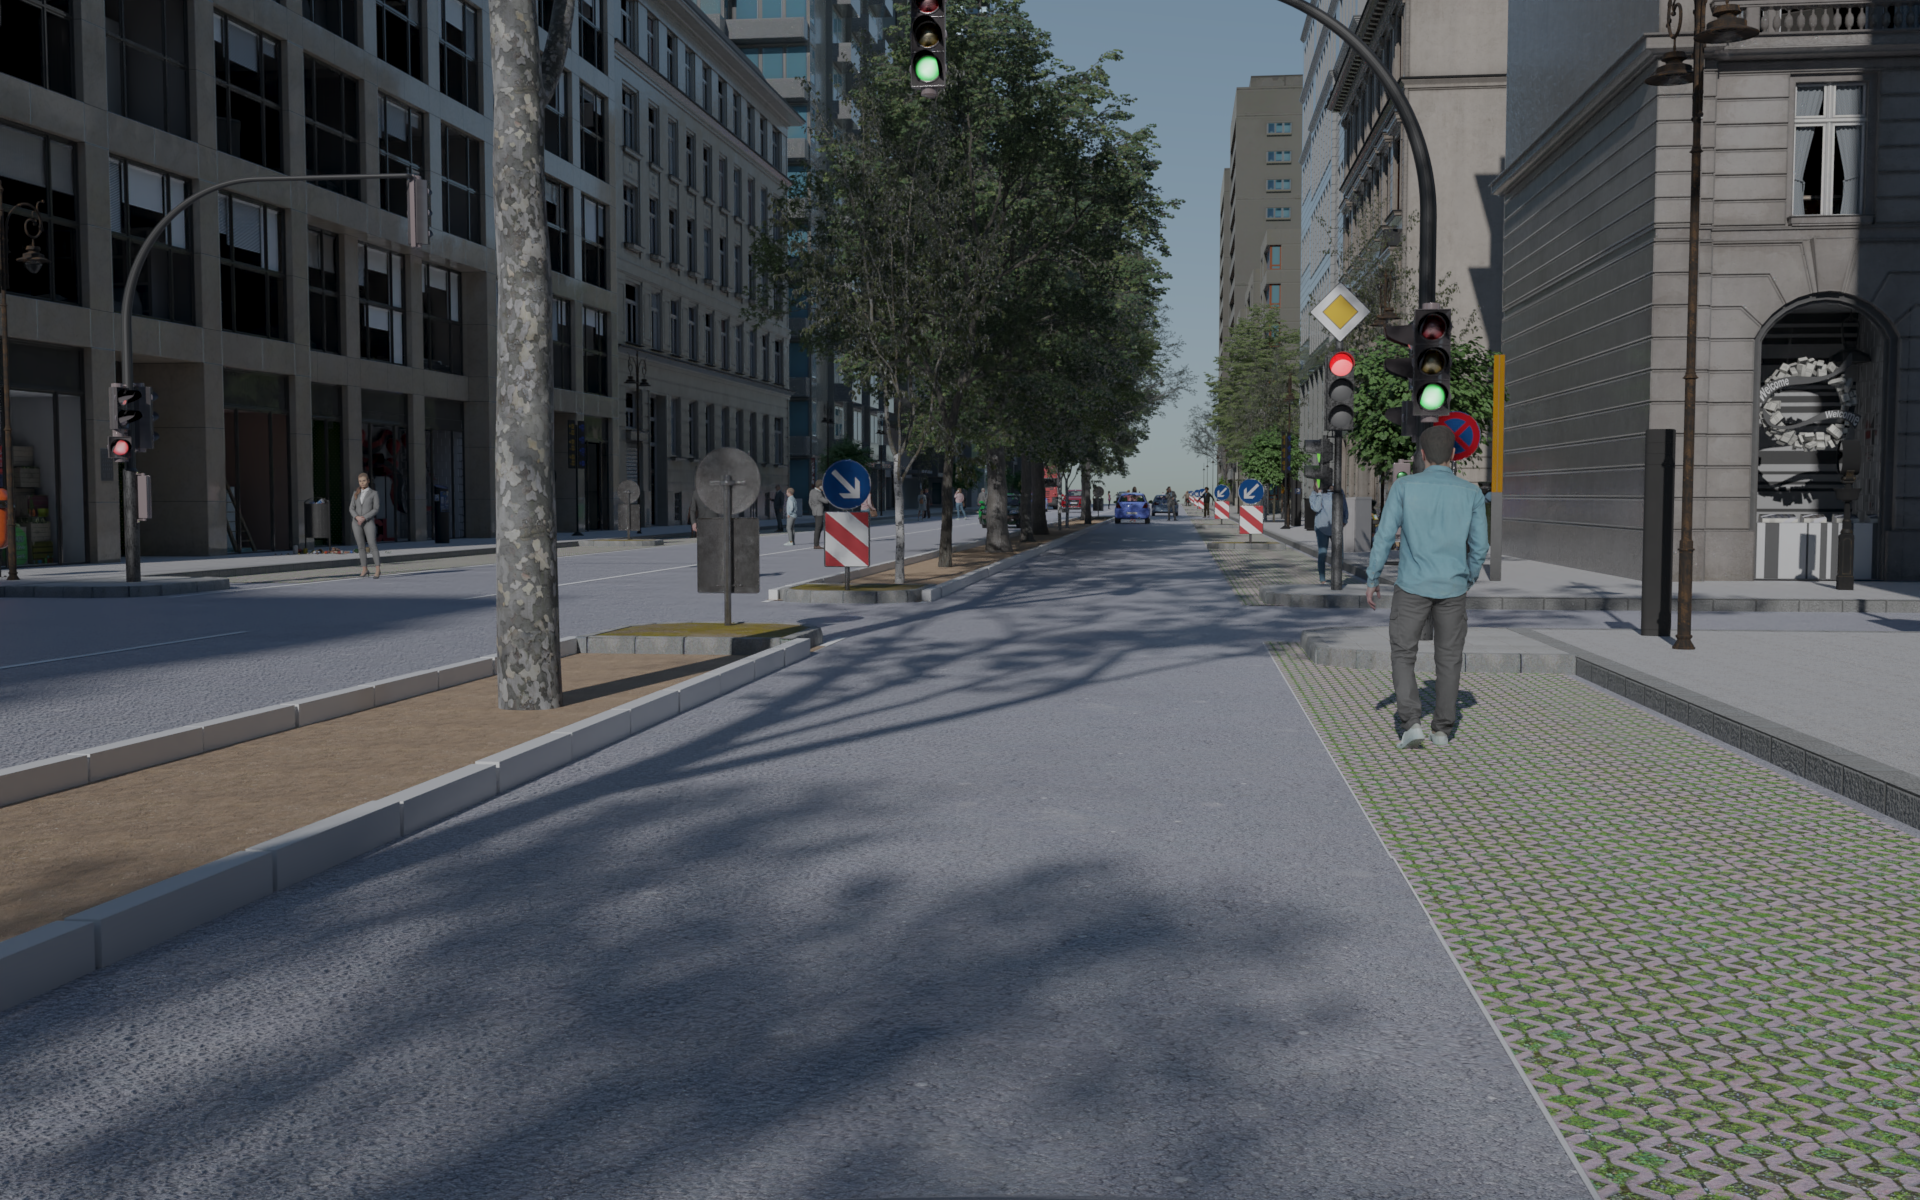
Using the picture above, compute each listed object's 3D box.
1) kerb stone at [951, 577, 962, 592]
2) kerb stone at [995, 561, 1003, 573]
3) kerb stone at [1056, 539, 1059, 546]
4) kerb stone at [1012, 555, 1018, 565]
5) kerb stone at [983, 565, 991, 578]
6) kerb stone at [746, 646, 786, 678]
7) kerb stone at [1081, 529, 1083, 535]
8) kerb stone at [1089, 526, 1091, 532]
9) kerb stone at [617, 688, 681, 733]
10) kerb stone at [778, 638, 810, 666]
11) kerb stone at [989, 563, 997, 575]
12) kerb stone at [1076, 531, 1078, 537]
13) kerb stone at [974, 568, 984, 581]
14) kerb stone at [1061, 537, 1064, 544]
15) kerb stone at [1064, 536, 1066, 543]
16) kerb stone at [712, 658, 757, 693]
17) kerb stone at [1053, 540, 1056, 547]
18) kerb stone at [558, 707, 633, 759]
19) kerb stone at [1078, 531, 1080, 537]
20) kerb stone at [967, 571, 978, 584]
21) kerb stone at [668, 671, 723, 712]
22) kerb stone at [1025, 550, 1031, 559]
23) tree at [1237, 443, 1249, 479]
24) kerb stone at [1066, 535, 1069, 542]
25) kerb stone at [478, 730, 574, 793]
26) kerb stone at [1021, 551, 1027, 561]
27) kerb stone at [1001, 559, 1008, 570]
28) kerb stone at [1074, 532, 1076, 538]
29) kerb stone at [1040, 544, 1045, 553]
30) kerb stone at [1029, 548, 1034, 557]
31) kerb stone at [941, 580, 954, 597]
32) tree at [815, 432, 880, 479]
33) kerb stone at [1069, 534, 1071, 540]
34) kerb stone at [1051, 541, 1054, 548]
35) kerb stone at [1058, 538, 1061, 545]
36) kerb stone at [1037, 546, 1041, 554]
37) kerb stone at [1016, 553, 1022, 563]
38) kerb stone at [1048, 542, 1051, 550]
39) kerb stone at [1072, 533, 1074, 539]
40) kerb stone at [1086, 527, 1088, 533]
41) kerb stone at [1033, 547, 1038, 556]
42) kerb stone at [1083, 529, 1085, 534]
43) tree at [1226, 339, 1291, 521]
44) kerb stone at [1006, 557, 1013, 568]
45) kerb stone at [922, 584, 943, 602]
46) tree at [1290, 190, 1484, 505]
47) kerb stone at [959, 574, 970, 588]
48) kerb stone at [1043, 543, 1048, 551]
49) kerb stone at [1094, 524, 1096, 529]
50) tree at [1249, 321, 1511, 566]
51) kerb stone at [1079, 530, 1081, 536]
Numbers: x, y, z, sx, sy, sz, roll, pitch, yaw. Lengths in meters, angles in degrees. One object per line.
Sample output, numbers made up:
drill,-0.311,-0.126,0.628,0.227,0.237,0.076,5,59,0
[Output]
kerb stone,-0.122,-0.206,25.568,0.120,0.150,1.000,0,4,7
kerb stone,0.629,-0.576,31.663,0.120,0.150,1.000,0,4,7
kerb stone,2.523,-1.515,46.959,0.120,0.150,1.000,0,4,7
kerb stone,1.004,-0.765,34.733,0.120,0.150,1.000,0,4,7
kerb stone,0.369,-0.455,29.636,0.120,0.150,1.000,0,4,7
kerb stone,-1.583,0.508,13.885,0.120,0.150,1.000,0,4,7
kerb stone,4.035,-2.261,59.160,0.120,0.150,1.000,0,4,7
kerb stone,4.675,-2.571,64.239,0.120,0.150,1.000,0,4,7
kerb stone,-1.961,0.695,10.832,0.120,0.150,1.000,0,4,7
kerb stone,-1.451,0.446,14.902,0.120,0.150,1.000,0,4,7
kerb stone,0.507,-0.517,30.648,0.120,0.150,1.000,0,4,7
kerb stone,3.659,-2.070,56.111,0.120,0.150,1.000,0,4,7
kerb stone,0.241,-0.392,28.612,0.120,0.150,1.000,0,4,7
kerb stone,2.782,-1.639,48.986,0.120,0.150,1.000,0,4,7
kerb stone,2.904,-1.701,50.003,0.120,0.150,1.000,0,4,7
kerb stone,-1.708,0.571,12.861,0.120,0.150,1.000,0,4,7
kerb stone,2.389,-1.452,45.938,0.120,0.150,1.000,0,4,7
kerb stone,-2.084,0.757,9.817,0.120,0.150,1.000,0,4,7
kerb stone,3.781,-2.134,57.132,0.120,0.150,1.000,0,4,7
kerb stone,0.125,-0.330,27.597,0.120,0.150,1.000,0,4,7
kerb stone,-1.831,0.633,11.846,0.120,0.150,1.000,0,4,7
kerb stone,1.384,-0.953,37.792,0.120,0.150,1.000,0,4,7
tree,14.301,-5.802,78.582,4.285,4.588,4.351,0,3,0
kerb stone,3.037,-1.763,51.019,0.120,0.150,1.000,0,4,7
kerb stone,-2.204,0.819,8.798,0.120,0.150,1.000,0,4,7
kerb stone,1.260,-0.892,36.775,0.120,0.150,1.000,0,4,7
kerb stone,0.748,-0.642,32.685,0.120,0.150,1.000,0,4,7
kerb stone,3.536,-2.012,55.097,0.120,0.150,1.000,0,4,7
kerb stone,1.885,-1.195,41.870,0.120,0.150,1.000,0,4,7
kerb stone,1.509,-1.017,38.816,0.120,0.150,1.000,0,4,7
kerb stone,-0.248,-0.144,24.554,0.120,0.150,1.000,0,4,7
tree,-5.932,-6.596,91.563,4.285,4.588,4.351,0,3,0
kerb stone,3.157,-1.825,52.034,0.120,0.150,1.000,0,4,7
kerb stone,2.276,-1.390,44.922,0.120,0.150,1.000,0,4,7
kerb stone,2.648,-1.577,47.973,0.120,0.150,1.000,0,4,7
kerb stone,1.764,-1.139,40.854,0.120,0.150,1.000,0,4,7
kerb stone,1.133,-0.824,35.752,0.120,0.150,1.000,0,4,7
kerb stone,2.136,-1.328,43.906,0.120,0.150,1.000,0,4,7
kerb stone,3.407,-1.950,54.077,0.120,0.150,1.000,0,4,7
kerb stone,4.414,-2.448,62.212,0.120,0.150,1.000,0,4,7
kerb stone,1.635,-1.079,39.839,0.120,0.150,1.000,0,4,7
kerb stone,4.159,-2.322,60.181,0.120,0.150,1.000,0,4,7
tree,14.674,-8.113,83.014,4.360,8.622,3.978,0,3,0
kerb stone,0.876,-0.704,33.707,0.120,0.150,1.000,0,4,7
kerb stone,-0.385,-0.082,23.540,0.120,0.150,1.000,0,4,7
tree,10.338,-5.601,41.933,4.360,8.622,3.978,0,3,0
kerb stone,-0.003,-0.265,26.583,0.120,0.150,1.000,0,4,7
kerb stone,2.015,-1.266,42.889,0.120,0.150,1.000,0,4,7
kerb stone,5.168,-2.817,68.303,0.120,0.150,1.000,0,4,7
tree,8.254,-2.915,31.380,4.285,4.588,4.351,0,3,0
kerb stone,3.903,-2.199,58.147,0.120,0.150,1.000,0,4,7
